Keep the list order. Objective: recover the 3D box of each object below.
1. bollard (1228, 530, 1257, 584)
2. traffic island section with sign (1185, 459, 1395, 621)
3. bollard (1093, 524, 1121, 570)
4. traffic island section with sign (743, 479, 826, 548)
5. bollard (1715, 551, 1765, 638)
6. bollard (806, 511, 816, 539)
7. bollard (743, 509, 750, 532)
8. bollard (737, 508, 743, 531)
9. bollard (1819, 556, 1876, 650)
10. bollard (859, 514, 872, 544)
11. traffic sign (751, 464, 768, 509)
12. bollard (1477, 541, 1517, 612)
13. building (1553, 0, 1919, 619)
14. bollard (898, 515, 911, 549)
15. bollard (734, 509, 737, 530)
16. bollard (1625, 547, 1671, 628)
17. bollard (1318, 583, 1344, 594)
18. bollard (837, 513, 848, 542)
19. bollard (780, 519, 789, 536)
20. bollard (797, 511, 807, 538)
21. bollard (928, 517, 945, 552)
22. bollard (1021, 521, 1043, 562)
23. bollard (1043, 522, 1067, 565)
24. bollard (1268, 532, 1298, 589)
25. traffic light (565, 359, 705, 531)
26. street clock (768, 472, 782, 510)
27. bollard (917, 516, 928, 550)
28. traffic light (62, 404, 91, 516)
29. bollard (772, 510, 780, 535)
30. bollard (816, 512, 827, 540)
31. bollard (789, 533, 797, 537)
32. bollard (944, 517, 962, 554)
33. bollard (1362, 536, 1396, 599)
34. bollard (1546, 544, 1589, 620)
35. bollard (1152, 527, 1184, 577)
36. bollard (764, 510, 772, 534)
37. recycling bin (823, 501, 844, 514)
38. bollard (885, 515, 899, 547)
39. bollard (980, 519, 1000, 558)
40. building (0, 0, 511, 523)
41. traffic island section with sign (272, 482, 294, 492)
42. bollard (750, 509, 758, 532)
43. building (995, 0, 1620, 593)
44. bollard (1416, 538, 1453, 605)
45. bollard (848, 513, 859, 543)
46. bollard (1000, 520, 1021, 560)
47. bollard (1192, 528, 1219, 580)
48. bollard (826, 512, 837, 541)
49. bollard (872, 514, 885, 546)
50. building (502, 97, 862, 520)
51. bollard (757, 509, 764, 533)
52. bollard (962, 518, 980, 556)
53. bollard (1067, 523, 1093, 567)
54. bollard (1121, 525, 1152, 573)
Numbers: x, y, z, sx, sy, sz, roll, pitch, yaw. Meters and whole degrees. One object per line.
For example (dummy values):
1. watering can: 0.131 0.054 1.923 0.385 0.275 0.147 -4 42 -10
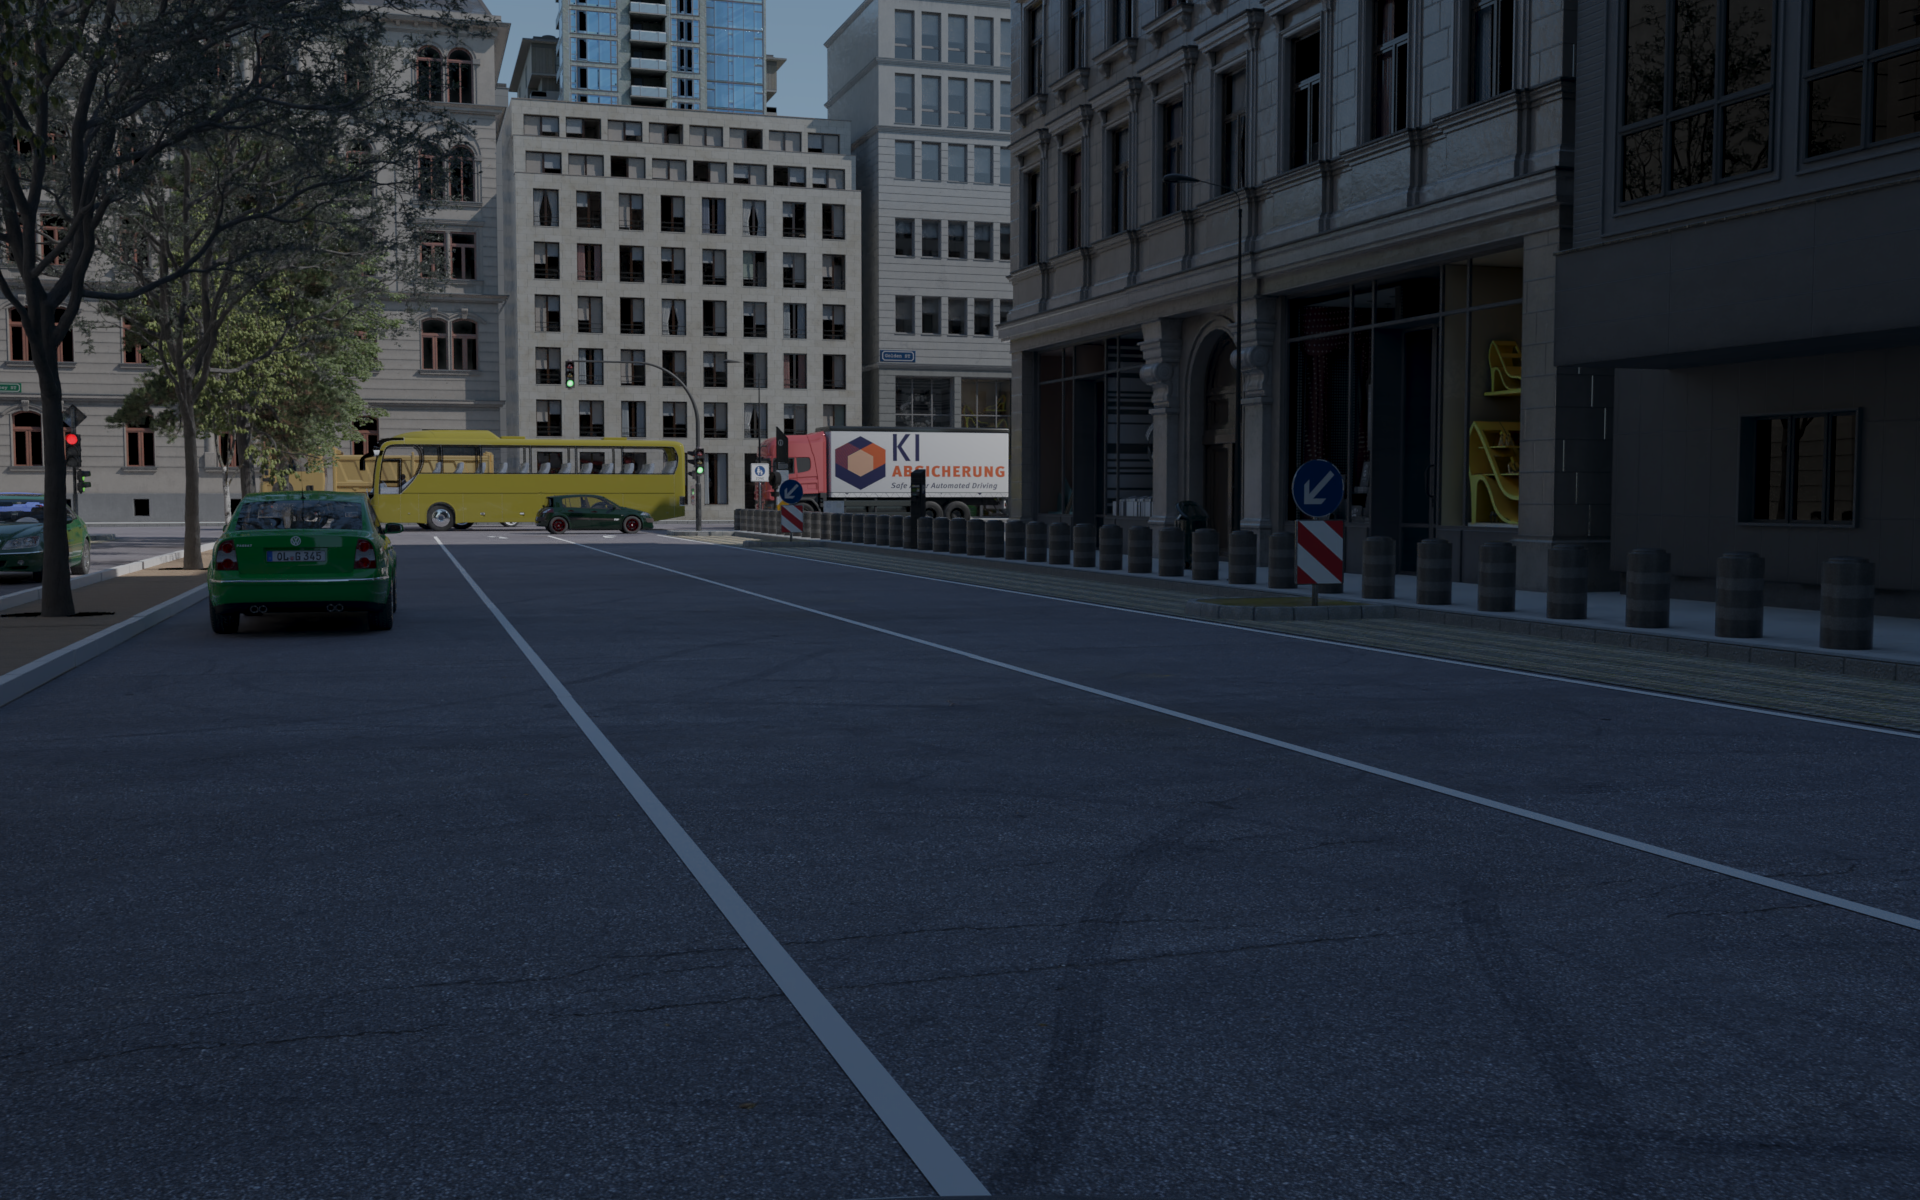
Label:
1. bollard: 4.036 -0.613 24.737 0.404 0.777 0.398 0 3 0
2. traffic island section with sign: 3.749 -0.723 20.447 1.989 1.847 2.006 -1 4 -18
3. bollard: 2.556 -0.893 29.316 0.404 0.777 0.398 0 3 0
4. traffic island section with sign: -4.846 -2.350 47.049 1.989 1.847 2.006 -1 4 -18
5. bollard: 7.003 -0.051 15.556 0.404 0.777 0.398 0 3 0
6. bollard: -4.117 -2.156 49.975 0.404 0.777 0.398 0 3 0
7. bollard: -7.087 -2.719 59.172 0.404 0.777 0.398 0 3 0
8. bollard: -7.455 -2.789 60.316 0.404 0.777 0.398 0 3 0
9. bollard: 7.375 0.020 14.398 0.404 0.777 0.398 0 3 0
10. bollard: -2.258 -1.805 44.232 0.404 0.777 0.398 0 3 0
11. traffic sign: -6.736 -3.436 58.300 0.606 2.300 0.079 -1 4 -18
12. bollard: 5.892 -0.262 19.004 0.404 0.777 0.398 0 3 0
13. building: 17.143 -13.341 11.625 14.314 27.812 24.014 -1 4 -18
14. bollard: -1.143 -1.594 40.781 0.404 0.777 0.398 0 3 0
15. bollard: -7.822 -2.859 61.461 0.404 0.777 0.398 0 3 0
16. bollard: 6.636 -0.121 16.700 0.404 0.777 0.398 0 3 0
17. bollard: 4.773 -0.473 22.449 0.404 0.777 0.398 0 3 0
18. bollard: -3.002 -1.946 46.530 0.404 0.777 0.398 0 3 0
19. bollard: -5.233 -2.368 53.439 0.404 0.777 0.398 0 3 0
20. bollard: -4.490 -2.227 51.132 0.404 0.777 0.398 0 3 0
21. bollard: -0.405 -1.454 38.486 0.404 0.777 0.398 0 3 0
22. bollard: 1.449 -1.103 32.753 0.404 0.777 0.398 0 3 0
23. bollard: 1.819 -1.033 31.610 0.404 0.777 0.398 0 3 0
24. bollard: 4.404 -0.543 23.593 0.404 0.777 0.398 0 3 0
25. traffic light: -11.069 -5.174 59.259 4.771 5.953 1.251 -1 4 -18
26. street clock: -6.004 -3.163 56.278 0.358 2.002 0.471 -3 4 -36
27. bollard: -0.775 -1.524 39.635 0.404 0.777 0.398 0 3 0
28. traffic light: -27.623 -3.984 54.062 0.839 4.253 0.868 -1 4 -18
29. bollard: -5.598 -2.438 54.585 0.404 0.777 0.398 0 3 0
30. bollard: -3.743 -2.086 48.823 0.404 0.777 0.398 0 3 0
31. bollard: -4.862 -2.298 52.296 0.404 0.777 0.398 0 3 0
32. bollard: -0.032 -1.384 37.343 0.404 0.777 0.398 0 3 0
33. bollard: 5.149 -0.402 21.297 0.404 0.777 0.398 0 3 0
34. bollard: 6.262 -0.192 17.856 0.404 0.777 0.398 0 3 0
35. bollard: 3.298 -0.753 27.028 0.404 0.777 0.398 0 3 0
36. bollard: -5.971 -2.508 55.727 0.404 0.777 0.398 0 3 0
37. recycling bin: -4.528 -3.031 62.111 0.722 1.027 0.722 0 4 -5
38. bollard: -1.515 -1.664 41.927 0.404 0.777 0.398 0 3 0
39. bollard: 0.706 -1.244 35.056 0.404 0.777 0.398 0 3 0
40. building: -34.517 -18.222 85.320 23.554 28.519 14.401 -1 4 -18
41. traffic island section with sign: -22.026 -2.943 56.246 2.006 1.907 1.989 -1 4 -18
42. bollard: -6.711 -2.649 58.024 0.404 0.777 0.398 0 3 0
43. building: 5.776 -11.688 42.001 10.553 20.767 40.483 -1 4 -18
44. bollard: 5.521 -0.333 20.155 0.404 0.777 0.398 0 3 0
45. bollard: -2.628 -1.875 45.375 0.404 0.777 0.398 0 3 0
46. bollard: 1.079 -1.174 33.913 0.404 0.777 0.398 0 3 0
47. bollard: 3.669 -0.683 25.881 0.404 0.777 0.398 0 3 0
48. bollard: -3.370 -2.016 47.681 0.404 0.777 0.398 0 3 0
49. bollard: -1.888 -1.735 43.080 0.404 0.777 0.398 0 3 0
50. building: -14.541 -14.355 89.458 16.860 20.320 10.420 -1 4 -18
51. bollard: -6.341 -2.578 56.872 0.404 0.777 0.398 0 3 0
52. bollard: 0.338 -1.314 36.200 0.404 0.777 0.398 0 3 0
53. bollard: 2.191 -0.963 30.462 0.404 0.777 0.398 0 3 0
54. bollard: 2.929 -0.823 28.174 0.404 0.777 0.398 0 3 0
